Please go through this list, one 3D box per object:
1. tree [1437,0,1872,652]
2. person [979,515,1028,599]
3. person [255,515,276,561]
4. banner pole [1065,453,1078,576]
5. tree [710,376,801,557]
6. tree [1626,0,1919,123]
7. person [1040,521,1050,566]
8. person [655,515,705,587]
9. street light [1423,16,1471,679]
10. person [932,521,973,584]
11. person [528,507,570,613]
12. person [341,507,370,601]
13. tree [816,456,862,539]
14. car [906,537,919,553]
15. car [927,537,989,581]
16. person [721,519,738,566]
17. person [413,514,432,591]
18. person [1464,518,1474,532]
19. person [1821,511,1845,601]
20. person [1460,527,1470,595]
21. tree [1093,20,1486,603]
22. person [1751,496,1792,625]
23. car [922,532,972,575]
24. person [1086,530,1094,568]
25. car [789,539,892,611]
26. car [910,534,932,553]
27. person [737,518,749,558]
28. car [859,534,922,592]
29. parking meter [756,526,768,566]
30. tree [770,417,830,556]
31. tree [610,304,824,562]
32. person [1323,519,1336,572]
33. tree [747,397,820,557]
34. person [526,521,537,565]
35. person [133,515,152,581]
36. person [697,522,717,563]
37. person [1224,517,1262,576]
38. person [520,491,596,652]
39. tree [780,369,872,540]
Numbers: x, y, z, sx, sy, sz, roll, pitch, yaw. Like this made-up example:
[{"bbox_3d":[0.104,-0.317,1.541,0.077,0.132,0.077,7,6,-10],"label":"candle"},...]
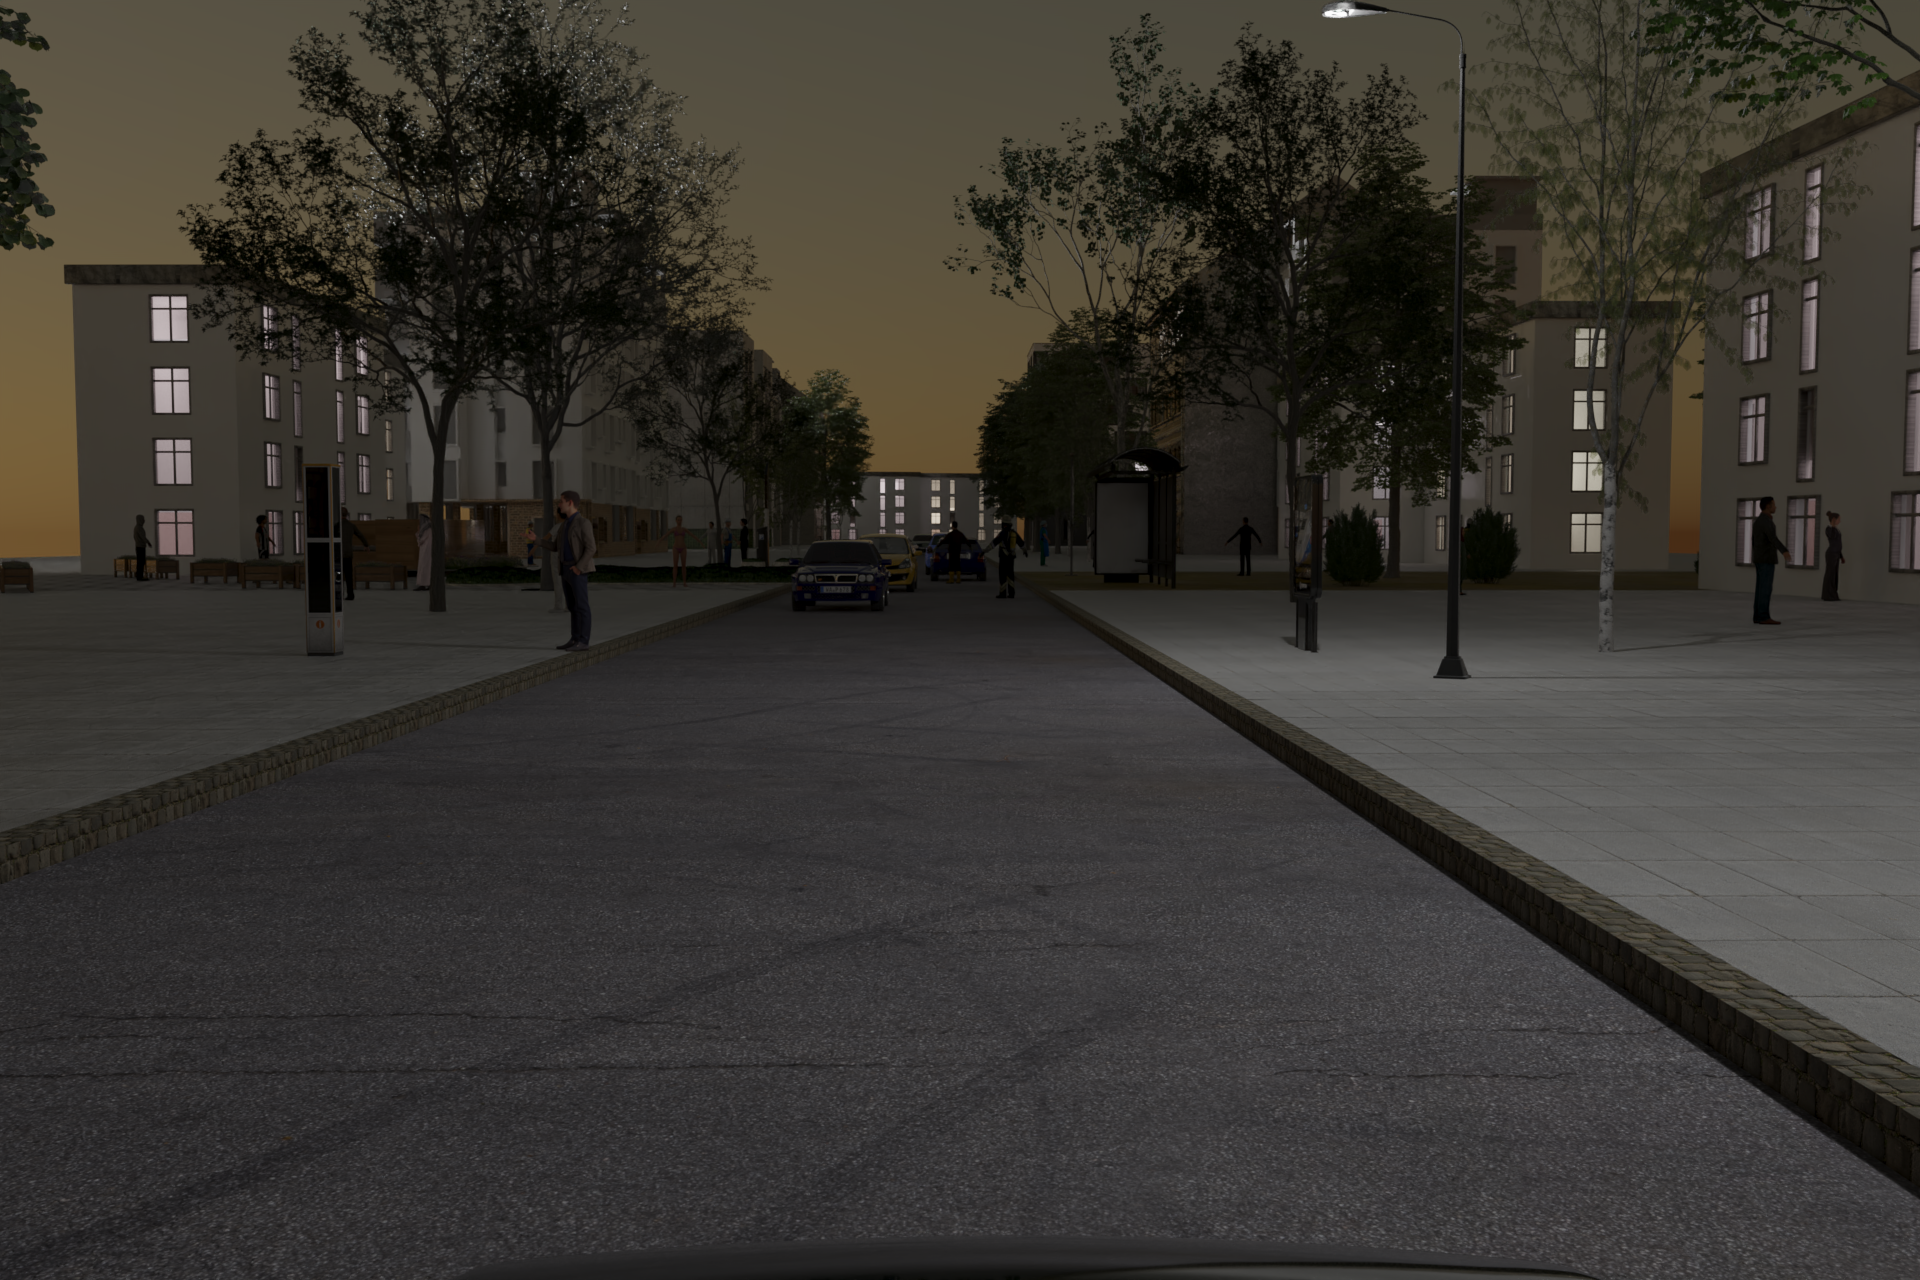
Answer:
[{"bbox_3d":[6.793,-4.175,18.616,4.360,8.622,3.978,0,3,0],"label":"tree"},{"bbox_3d":[1.025,-1.858,38.613,1.354,1.856,0.705,-3,4,-37],"label":"person"},{"bbox_3d":[-19.546,-2.600,48.654,0.704,1.843,1.345,0,4,-3],"label":"person"},{"bbox_3d":[3.444,-3.860,53.123,0.401,3.779,0.863,0,4,-1],"label":"banner pole"},{"bbox_3d":[-9.477,-7.843,78.593,4.737,8.622,4.395,0,3,0],"label":"tree"},{"bbox_3d":[6.879,-5.112,9.336,9.928,11.665,9.643,0,3,0],"label":"tree"},{"bbox_3d":[3.350,-3.829,68.734,0.704,1.817,1.347,-1,4,-9],"label":"person"},{"bbox_3d":[-6.785,-2.151,41.975,1.217,1.733,0.721,-1,4,-18],"label":"person"},{"bbox_3d":[4.933,-2.614,15.273,1.470,5.913,1.316,0,4,-1],"label":"street light"},{"bbox_3d":[-0.172,-2.539,50.107,1.346,1.812,0.704,-2,4,-31],"label":"person"},{"bbox_3d":[-6.555,-1.316,28.288,0.721,1.739,1.217,2,4,34],"label":"person"},{"bbox_3d":[-11.919,-1.666,33.423,0.705,1.807,1.348,2,4,34],"label":"person"},{"bbox_3d":[-10.120,-11.931,145.430,4.737,8.622,4.395,0,3,0],"label":"tree"},{"bbox_3d":[-2.619,-3.301,66.333,2.083,1.381,4.827,0,4,0],"label":"car"},{"bbox_3d":[-0.061,-2.528,53.915,1.945,1.354,3.894,0,4,-1],"label":"car"},{"bbox_3d":[-8.411,-3.492,62.950,0.705,1.847,1.347,1,4,18],"label":"person"},{"bbox_3d":[-12.078,-1.982,39.118,0.621,1.740,0.551,-2,4,-25],"label":"person"},{"bbox_3d":[18.068,-3.400,61.366,0.705,1.858,1.354,-3,5,-41],"label":"person"},{"bbox_3d":[16.660,-1.595,32.925,0.445,1.727,0.742,1,4,12],"label":"person"},{"bbox_3d":[10.551,-1.659,36.336,0.599,1.438,0.989,2,4,29],"label":"person"},{"bbox_3d":[5.991,-5.983,32.231,7.601,10.594,8.767,0,4,-1],"label":"tree"},{"bbox_3d":[11.488,-1.136,24.640,0.705,1.821,1.348,0,4,8],"label":"person"},{"bbox_3d":[-0.402,-3.198,61.886,1.945,1.707,3.694,0,4,-1],"label":"car"},{"bbox_3d":[5.122,-3.493,63.827,1.216,1.740,0.721,-2,4,-34],"label":"person"},{"bbox_3d":[-2.272,-1.270,33.340,1.945,1.354,3.894,0,4,-1],"label":"car"},{"bbox_3d":[-2.534,-6.732,119.850,2.009,1.686,4.222,0,3,0],"label":"car"},{"bbox_3d":[-7.274,-3.176,58.106,0.705,1.806,1.347,0,4,0],"label":"person"},{"bbox_3d":[-1.956,-2.064,43.964,2.015,1.641,3.980,0,3,0],"label":"car"},{"bbox_3d":[-6.385,-2.903,55.880,0.372,1.533,0.369,0,3,0],"label":"parking meter"},{"bbox_3d":[-9.606,-9.325,102.819,4.360,8.622,3.978,0,3,0],"label":"tree"},{"bbox_3d":[-9.680,-8.273,69.677,8.767,10.594,7.601,-1,4,-14],"label":"tree"},{"bbox_3d":[12.630,-3.234,59.155,0.705,1.796,1.348,3,5,44],"label":"person"},{"bbox_3d":[-8.972,-8.704,92.679,4.360,8.622,3.978,0,3,0],"label":"tree"},{"bbox_3d":[-17.678,-4.003,71.422,0.705,1.833,1.349,-2,4,-32],"label":"person"},{"bbox_3d":[-22.375,-2.522,47.362,0.705,1.813,1.348,-3,4,-38],"label":"person"},{"bbox_3d":[-10.595,-4.131,73.730,1.347,1.806,0.705,2,4,28],"label":"person"},{"bbox_3d":[8.730,-2.867,53.094,1.346,1.802,0.704,-2,4,-24],"label":"person"},{"bbox_3d":[-4.408,-0.761,19.019,0.750,1.759,0.617,-2,4,-24],"label":"person"},{"bbox_3d":[-9.388,-12.299,119.218,7.486,12.596,7.792,0,3,0],"label":"tree"}]
